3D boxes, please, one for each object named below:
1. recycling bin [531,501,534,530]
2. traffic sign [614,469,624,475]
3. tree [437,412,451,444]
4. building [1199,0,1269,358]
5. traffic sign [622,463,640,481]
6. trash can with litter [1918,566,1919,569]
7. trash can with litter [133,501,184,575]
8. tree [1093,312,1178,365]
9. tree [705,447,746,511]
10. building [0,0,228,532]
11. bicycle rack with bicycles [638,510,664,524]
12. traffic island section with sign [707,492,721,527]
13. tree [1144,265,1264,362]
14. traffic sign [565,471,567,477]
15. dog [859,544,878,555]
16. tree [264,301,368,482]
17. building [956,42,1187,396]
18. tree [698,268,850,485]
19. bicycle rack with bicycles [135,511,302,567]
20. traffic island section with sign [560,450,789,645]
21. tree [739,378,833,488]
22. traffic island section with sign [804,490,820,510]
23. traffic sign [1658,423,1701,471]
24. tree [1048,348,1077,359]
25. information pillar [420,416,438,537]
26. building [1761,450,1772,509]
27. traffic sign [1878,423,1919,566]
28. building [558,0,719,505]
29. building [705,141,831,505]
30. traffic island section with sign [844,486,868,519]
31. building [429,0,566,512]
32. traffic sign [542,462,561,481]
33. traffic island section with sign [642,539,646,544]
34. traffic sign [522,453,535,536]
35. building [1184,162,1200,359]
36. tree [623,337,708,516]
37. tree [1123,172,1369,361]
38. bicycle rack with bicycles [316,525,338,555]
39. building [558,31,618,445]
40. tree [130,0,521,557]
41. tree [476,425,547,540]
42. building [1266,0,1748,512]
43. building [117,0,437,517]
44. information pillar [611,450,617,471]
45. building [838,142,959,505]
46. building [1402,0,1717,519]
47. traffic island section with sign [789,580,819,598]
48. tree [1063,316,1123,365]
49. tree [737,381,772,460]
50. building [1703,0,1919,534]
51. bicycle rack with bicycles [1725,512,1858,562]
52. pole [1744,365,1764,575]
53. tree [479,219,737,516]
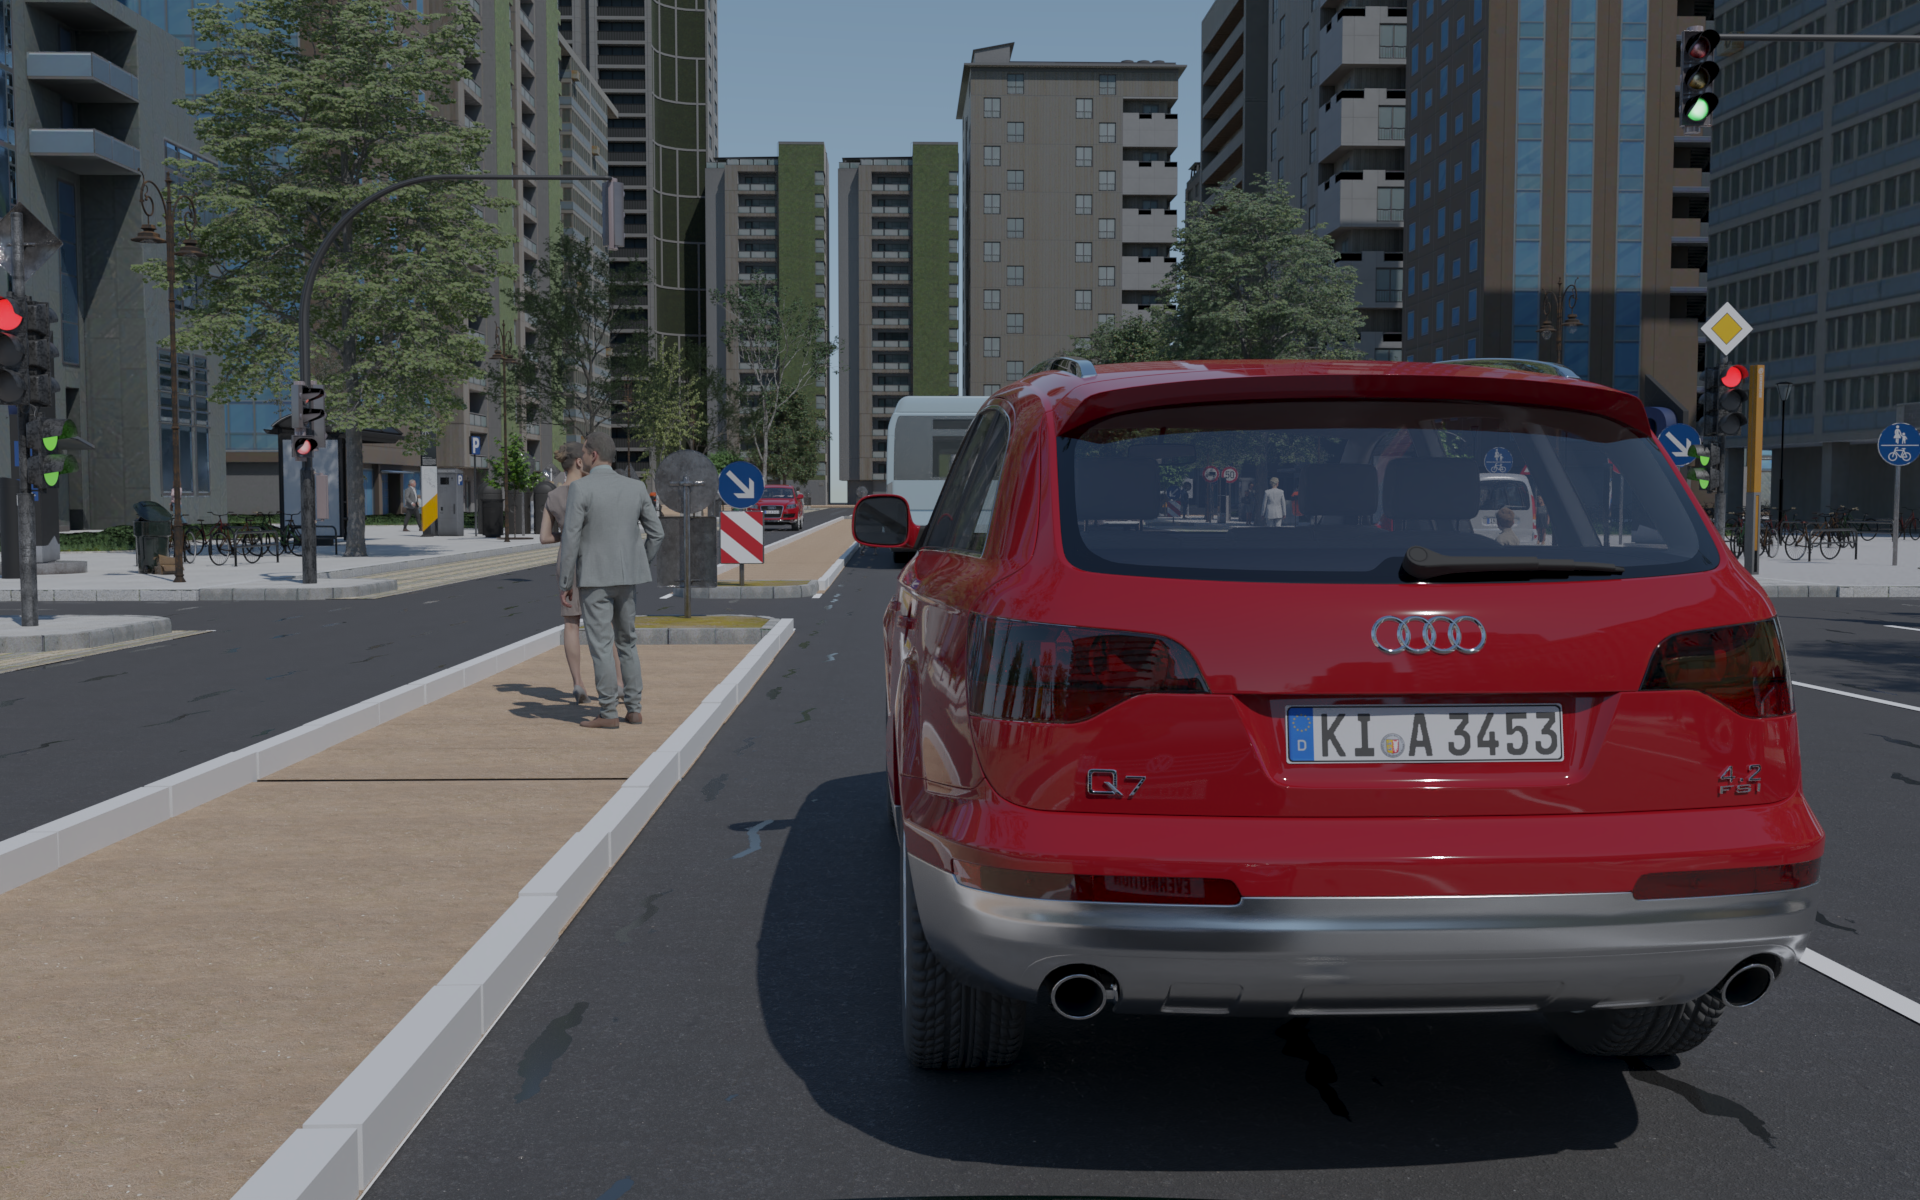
[{"bbox_3d":[-15.211,-3.070,62.749,0.722,1.027,0.722,-1,4,-17],"label":"recycling bin"},{"bbox_3d":[-17.068,-5.299,86.747,0.768,2.556,0.104,0,4,2],"label":"traffic sign"},{"bbox_3d":[-29.822,-8.752,93.452,4.737,8.622,4.395,0,3,0],"label":"tree"},{"bbox_3d":[33.404,-32.302,151.847,21.300,48.544,21.600,0,4,-2],"label":"building"},{"bbox_3d":[-13.547,-4.344,71.033,0.884,2.594,0.081,0,4,6],"label":"traffic sign"},{"bbox_3d":[16.813,-1.068,28.518,1.678,1.210,2.233,-1,4,-8],"label":"trash can with litter"},{"bbox_3d":[-12.818,-1.006,27.840,1.055,1.170,0.624,3,4,39],"label":"trash can with litter"},{"bbox_3d":[11.490,-11.737,108.915,9.611,12.733,9.660,0,3,0],"label":"tree"},{"bbox_3d":[-15.541,-7.972,114.061,4.285,4.588,4.351,0,3,0],"label":"tree"},{"bbox_3d":[-37.702,-45.118,50.358,22.319,86.520,31.000,0,4,-2],"label":"building"},{"bbox_3d":[-13.903,-3.670,73.380,2.925,0.926,2.852,1,4,11],"label":"bicycle rack with bicycles"},{"bbox_3d":[-10.798,-4.143,76.360,1.989,1.847,2.006,0,4,-2],"label":"traffic island section with sign"},{"bbox_3d":[12.336,-10.273,86.090,7.486,12.596,7.792,0,3,0],"label":"tree"},{"bbox_3d":[-15.631,-4.287,70.193,0.768,2.556,0.104,0,4,2],"label":"traffic sign"},{"bbox_3d":[-2.147,-1.325,40.952,0.540,0.507,0.406,-3,5,-42],"label":"dog"},{"bbox_3d":[-23.379,-6.965,64.241,4.360,8.622,3.978,0,3,0],"label":"tree"},{"bbox_3d":[13.695,-38.067,211.632,27.495,52.752,28.713,0,4,-2],"label":"building"},{"bbox_3d":[-15.479,-17.583,143.373,12.611,20.169,13.585,0,3,0],"label":"tree"},{"bbox_3d":[-13.796,-1.098,31.340,2.852,0.926,2.925,0,4,3],"label":"bicycle rack with bicycles"},{"bbox_3d":[-2.806,-0.560,17.291,2.006,1.907,1.989,0,4,-2],"label":"traffic island section with sign"},{"bbox_3d":[-17.322,-15.528,170.884,9.611,12.733,9.660,0,3,0],"label":"tree"},{"bbox_3d":[-13.501,-8.907,154.250,1.989,1.847,2.006,0,4,-2],"label":"traffic island section with sign"},{"bbox_3d":[12.959,-1.908,31.309,0.768,2.556,0.104,0,4,7],"label":"traffic sign"},{"bbox_3d":[9.268,-14.364,145.225,12.009,13.543,11.850,0,3,0],"label":"tree"},{"bbox_3d":[-15.897,-3.697,51.793,0.504,3.616,0.183,-3,5,-42],"label":"information pillar"},{"bbox_3d":[60.680,-51.323,151.807,31.000,86.520,22.319,0,4,-2],"label":"building"},{"bbox_3d":[16.767,-1.889,30.990,0.768,2.556,0.104,0,4,4],"label":"traffic sign"},{"bbox_3d":[-39.893,-46.912,205.256,20.611,71.187,20.563,0,4,-2],"label":"building"},{"bbox_3d":[-22.451,-31.813,203.744,14.086,41.232,14.154,0,4,-2],"label":"building"},{"bbox_3d":[-5.666,-5.606,99.787,2.006,1.907,1.989,0,4,-2],"label":"traffic island section with sign"},{"bbox_3d":[-35.795,-26.670,119.648,14.154,41.232,14.086,0,4,-2],"label":"building"},{"bbox_3d":[-16.799,-4.369,71.173,0.795,2.593,0.064,0,4,2],"label":"traffic sign"},{"bbox_3d":[-9.863,-2.495,49.421,1.989,1.847,2.006,0,4,-2],"label":"traffic island section with sign"},{"bbox_3d":[-13.367,-3.232,52.956,0.768,2.556,0.104,0,4,-2],"label":"traffic sign"},{"bbox_3d":[34.683,-31.990,206.638,14.086,41.232,14.154,0,4,-2],"label":"building"},{"bbox_3d":[-14.201,-8.044,81.876,4.737,8.622,4.395,0,3,0],"label":"tree"},{"bbox_3d":[12.161,-9.925,68.932,9.857,13.997,8.962,0,3,0],"label":"tree"},{"bbox_3d":[-14.351,-1.393,36.159,2.925,0.926,2.852,2,4,35],"label":"bicycle rack with bicycles"},{"bbox_3d":[-41.865,-27.652,143.991,23.993,40.220,32.217,0,4,-2],"label":"building"},{"bbox_3d":[-12.676,-7.173,35.413,7.486,12.596,7.792,0,3,0],"label":"tree"},{"bbox_3d":[-12.578,-3.330,49.051,1.663,3.219,1.824,0,3,0],"label":"tree"},{"bbox_3d":[38.609,-32.914,127.382,28.713,52.752,27.495,0,4,-2],"label":"building"},{"bbox_3d":[-34.063,-26.434,82.302,14.600,45.320,14.200,0,4,-2],"label":"building"},{"bbox_3d":[-18.279,-6.118,91.378,0.504,3.616,0.183,2,4,33],"label":"information pillar"},{"bbox_3d":[-7.275,-31.822,203.877,14.086,41.232,14.154,0,4,-2],"label":"building"},{"bbox_3d":[32.989,-27.131,93.706,14.600,45.320,14.200,0,4,-2],"label":"building"},{"bbox_3d":[-3.053,-1.013,24.694,2.006,1.907,1.989,0,4,-2],"label":"traffic island section with sign"},{"bbox_3d":[10.213,-13.110,121.008,9.857,13.997,8.962,0,3,0],"label":"tree"},{"bbox_3d":[-15.230,-10.209,101.337,8.767,10.594,7.601,-1,4,-21],"label":"tree"},{"bbox_3d":[40.011,-22.206,54.944,23.993,40.220,32.217,0,4,-2],"label":"building"},{"bbox_3d":[16.099,-1.266,34.078,2.925,0.926,2.852,-2,4,-35],"label":"bicycle rack with bicycles"},{"bbox_3d":[12.606,-2.058,27.489,0.158,3.312,0.155,0,3,0],"label":"pole"},{"bbox_3d":[-13.064,-7.670,59.810,7.601,10.594,8.767,-2,4,-30],"label":"tree"}]
